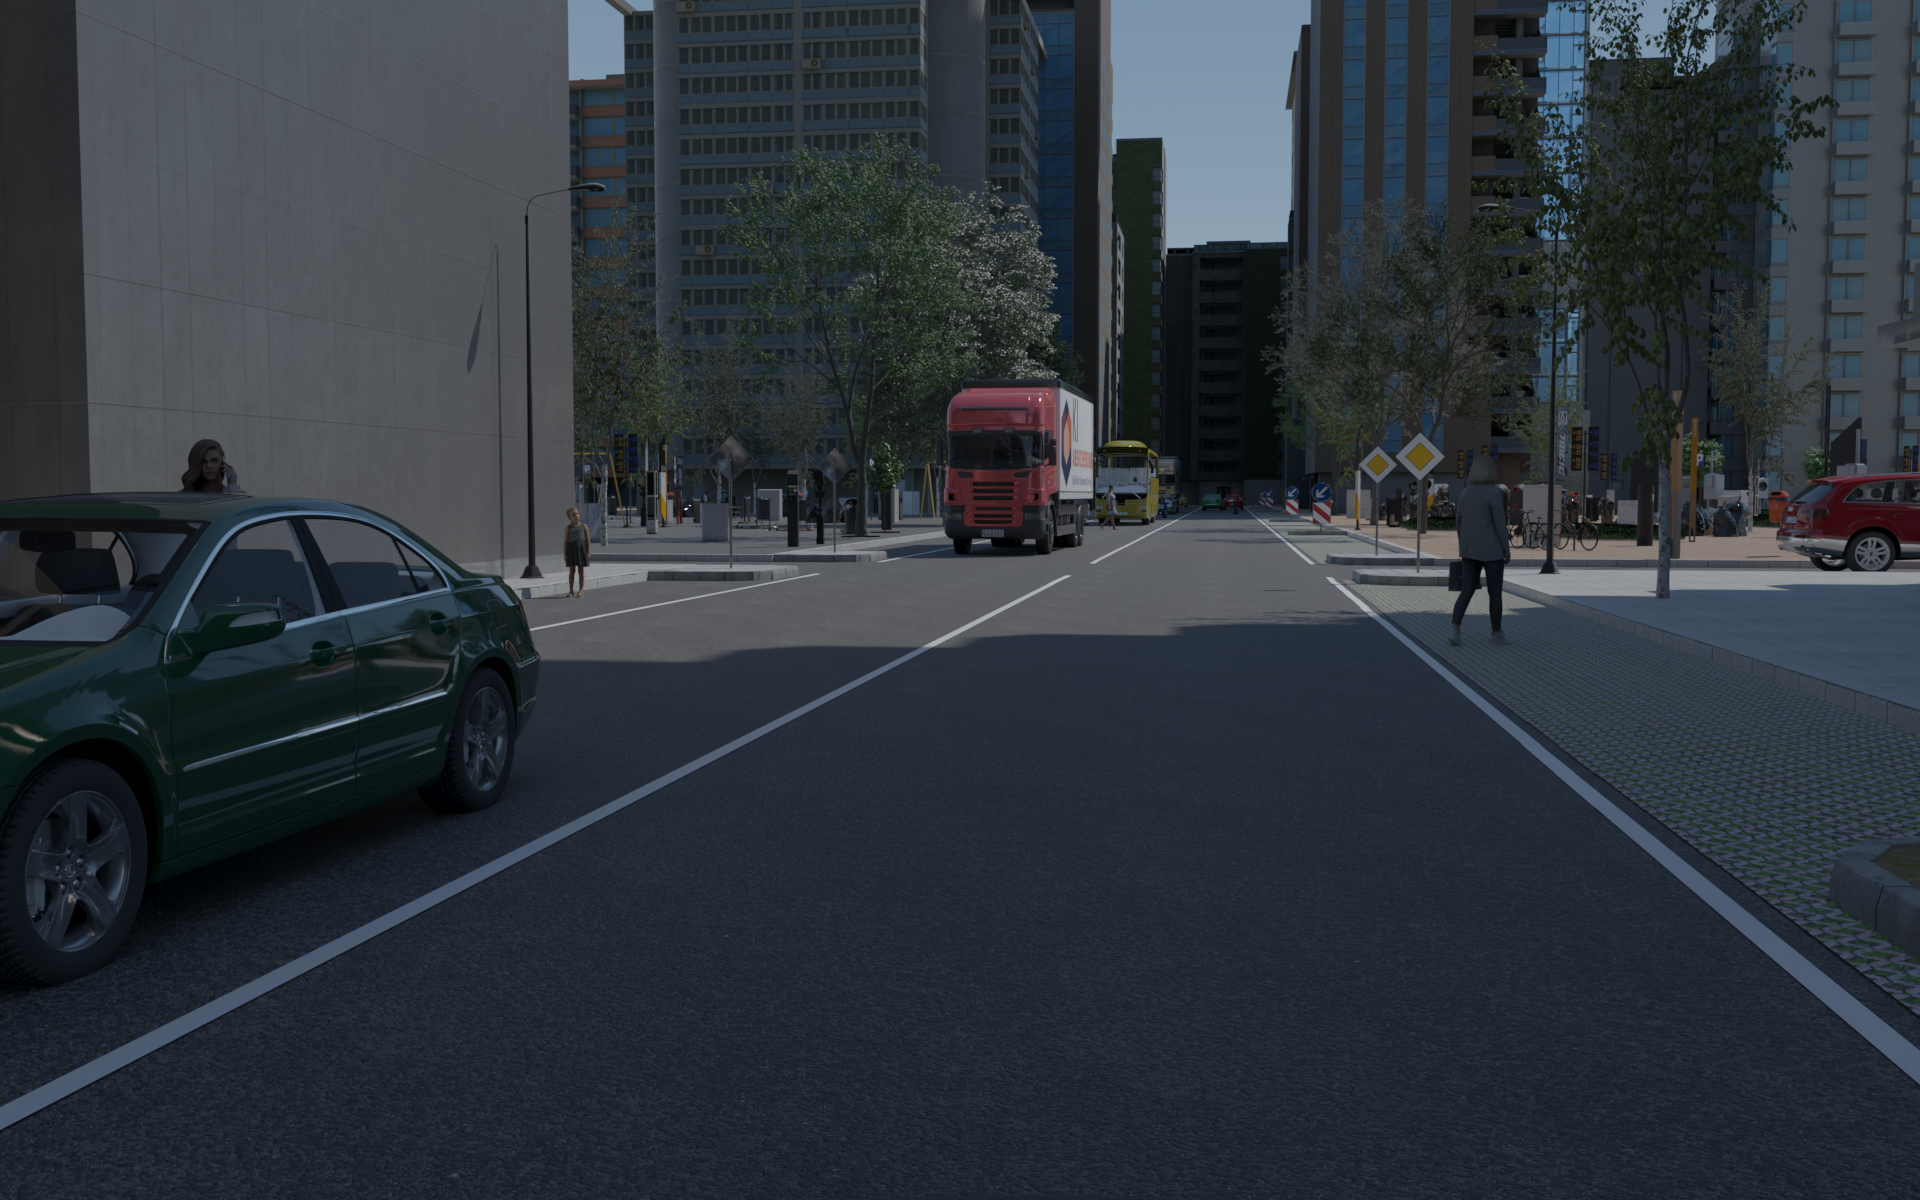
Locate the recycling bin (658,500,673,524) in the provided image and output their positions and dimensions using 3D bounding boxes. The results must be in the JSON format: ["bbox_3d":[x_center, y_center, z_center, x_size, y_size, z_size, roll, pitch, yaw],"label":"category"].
[{"bbox_3d":[-13.061,-3.871,75.843,0.722,1.027,0.722,2,4,24],"label":"recycling bin"}]

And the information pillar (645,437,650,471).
[{"bbox_3d":[-12.871,-4.900,71.463,0.183,3.616,0.504,-1,4,-23],"label":"information pillar"}]

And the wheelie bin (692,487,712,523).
[{"bbox_3d":[-11.365,-4.187,76.367,0.980,1.594,0.693,3,5,44],"label":"wheelie bin"}]

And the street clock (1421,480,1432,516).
[{"bbox_3d":[22.918,-4.928,85.147,0.471,2.002,0.358,0,4,2],"label":"street clock"}]

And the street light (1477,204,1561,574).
[{"bbox_3d":[8.971,-3.381,27.827,1.470,5.913,1.316,1,4,9],"label":"street light"}]

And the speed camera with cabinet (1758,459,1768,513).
[{"bbox_3d":[44.979,-6.384,98.713,2.038,3.252,0.660,-1,4,-10],"label":"speed camera with cabinet"}]

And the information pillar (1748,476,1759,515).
[{"bbox_3d":[32.720,-4.094,71.435,0.304,2.012,0.304,3,5,45],"label":"information pillar"}]

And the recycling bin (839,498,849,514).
[{"bbox_3d":[-7.377,-6.071,111.819,0.722,1.027,0.722,1,4,10],"label":"recycling bin"}]

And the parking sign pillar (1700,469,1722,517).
[{"bbox_3d":[41.340,-6.541,95.415,1.447,3.967,1.447,-2,4,-26],"label":"parking sign pillar"}]

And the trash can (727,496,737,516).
[{"bbox_3d":[-13.607,-5.562,102.599,0.748,1.137,0.748,0,3,0],"label":"trash can"}]

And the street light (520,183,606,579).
[{"bbox_3d":[-5.983,-3.276,26.110,1.470,5.913,1.316,1,4,9],"label":"street light"}]

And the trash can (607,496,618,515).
[{"bbox_3d":[-21.517,-5.835,107.049,0.748,1.137,0.748,0,3,0],"label":"trash can"}]

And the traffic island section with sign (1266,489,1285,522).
[{"bbox_3d":[16.857,-4.897,88.686,1.989,1.847,2.006,1,4,9],"label":"traffic island section with sign"}]

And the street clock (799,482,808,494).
[{"bbox_3d":[-8.899,-5.737,98.362,0.471,2.002,0.358,2,4,27],"label":"street clock"}]

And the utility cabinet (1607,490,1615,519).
[{"bbox_3d":[33.047,-4.849,87.963,0.318,1.500,1.173,1,4,16],"label":"utility cabinet"}]

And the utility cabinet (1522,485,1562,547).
[{"bbox_3d":[14.125,-2.039,42.020,0.318,1.500,1.173,-1,4,-15],"label":"utility cabinet"}]

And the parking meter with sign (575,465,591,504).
[{"bbox_3d":[-22.672,-6.505,102.615,1.738,3.016,0.543,3,4,36],"label":"parking meter with sign"}]

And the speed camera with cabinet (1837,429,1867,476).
[{"bbox_3d":[27.918,-3.607,53.305,2.038,3.252,0.660,-2,4,-24],"label":"speed camera with cabinet"}]

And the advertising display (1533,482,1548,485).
[{"bbox_3d":[30.874,-5.293,91.752,0.974,1.923,0.123,0,4,7],"label":"advertising display"}]

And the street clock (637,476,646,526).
[{"bbox_3d":[-12.576,-3.930,68.827,0.471,2.002,0.358,2,4,28],"label":"street clock"}]

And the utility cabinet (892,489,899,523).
[{"bbox_3d":[-2.968,-4.171,76.876,0.318,1.500,1.173,0,4,7],"label":"utility cabinet"}]

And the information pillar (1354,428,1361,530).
[{"bbox_3d":[14.148,-4.295,61.581,0.183,3.616,0.504,1,4,22],"label":"information pillar"}]

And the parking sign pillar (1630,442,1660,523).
[{"bbox_3d":[30.514,-5.412,76.952,1.447,3.967,1.447,-3,4,-38],"label":"parking sign pillar"}]

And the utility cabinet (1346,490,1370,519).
[{"bbox_3d":[20.589,-4.944,89.518,1.173,1.500,0.318,1,4,9],"label":"utility cabinet"}]

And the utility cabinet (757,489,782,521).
[{"bbox_3d":[-9.015,-4.484,81.999,1.173,1.500,0.318,1,4,20],"label":"utility cabinet"}]

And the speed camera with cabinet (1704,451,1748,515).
[{"bbox_3d":[34.700,-5.142,78.403,0.660,3.252,2.038,-2,4,-25],"label":"speed camera with cabinet"}]

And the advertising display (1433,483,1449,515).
[{"bbox_3d":[28.408,-5.942,102.365,0.974,1.923,0.123,0,4,-7],"label":"advertising display"}]

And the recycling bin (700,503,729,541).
[{"bbox_3d":[-6.721,-2.131,47.402,0.722,1.027,0.722,-1,4,-13],"label":"recycling bin"}]

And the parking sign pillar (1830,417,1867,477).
[{"bbox_3d":[31.412,-4.452,61.269,1.447,3.967,1.447,-1,4,-15],"label":"parking sign pillar"}]

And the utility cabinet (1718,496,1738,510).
[{"bbox_3d":[28.282,-3.221,63.825,0.306,1.237,1.020,0,4,-1],"label":"utility cabinet"}]

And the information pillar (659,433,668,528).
[{"bbox_3d":[-11.393,-4.586,66.336,0.183,3.616,0.504,1,4,12],"label":"information pillar"}]

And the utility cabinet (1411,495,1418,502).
[{"bbox_3d":[26.549,-5.512,101.287,0.306,1.237,1.020,0,4,8],"label":"utility cabinet"}]

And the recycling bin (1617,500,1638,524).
[{"bbox_3d":[26.924,-3.506,69.872,0.722,1.027,0.722,1,4,19],"label":"recycling bin"}]

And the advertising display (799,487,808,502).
[{"bbox_3d":[-10.448,-6.655,114.030,0.974,1.923,0.123,-2,4,-28],"label":"advertising display"}]

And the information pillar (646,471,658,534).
[{"bbox_3d":[-9.823,-3.103,55.227,0.304,2.012,0.304,0,4,5],"label":"information pillar"}]

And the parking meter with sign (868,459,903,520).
[{"bbox_3d":[-3.646,-5.449,85.349,1.738,3.016,0.543,2,4,24],"label":"parking meter with sign"}]

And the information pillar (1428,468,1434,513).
[{"bbox_3d":[25.284,-6.244,93.446,0.504,3.616,0.183,0,4,1],"label":"information pillar"}]

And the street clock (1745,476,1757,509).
[{"bbox_3d":[32.330,-4.052,70.817,0.471,2.002,0.358,-2,4,-33],"label":"street clock"}]

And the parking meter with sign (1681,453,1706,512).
[{"bbox_3d":[30.741,-4.728,73.569,1.738,3.016,0.543,-1,4,-18],"label":"parking meter with sign"}]

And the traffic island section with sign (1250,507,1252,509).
[{"bbox_3d":[28.485,-9.486,163.727,1.989,1.847,2.006,1,4,9],"label":"traffic island section with sign"}]

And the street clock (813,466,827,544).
[{"bbox_3d":[-3.567,-2.425,44.212,0.358,2.002,0.471,0,4,5],"label":"street clock"}]

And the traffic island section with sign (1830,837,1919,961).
[{"bbox_3d":[3.967,0.195,5.446,1.989,1.847,2.006,1,4,9],"label":"traffic island section with sign"}]

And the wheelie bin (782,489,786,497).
[{"bbox_3d":[-11.175,-6.044,106.726,0.980,1.594,0.693,1,4,11],"label":"wheelie bin"}]

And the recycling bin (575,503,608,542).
[{"bbox_3d":[-9.954,-2.079,46.552,0.722,1.027,0.722,3,4,39],"label":"recycling bin"}]

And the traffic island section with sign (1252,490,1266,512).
[{"bbox_3d":[24.299,-7.834,136.721,1.989,1.847,2.006,1,4,9],"label":"traffic island section with sign"}]

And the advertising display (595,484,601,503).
[{"bbox_3d":[-22.314,-6.227,107.024,0.123,1.923,0.974,0,4,8],"label":"advertising display"}]

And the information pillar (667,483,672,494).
[{"bbox_3d":[-18.645,-6.508,110.902,0.304,2.012,0.304,1,4,10],"label":"information pillar"}]

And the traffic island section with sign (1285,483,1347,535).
[{"bbox_3d":[12.523,-3.185,60.711,1.989,1.847,2.006,1,4,9],"label":"traffic island section with sign"}]

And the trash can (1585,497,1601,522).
[{"bbox_3d":[29.345,-4.202,80.363,0.748,1.137,0.748,0,3,0],"label":"trash can"}]

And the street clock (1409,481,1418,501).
[{"bbox_3d":[25.756,-5.742,98.449,0.471,2.002,0.358,-1,4,-17],"label":"street clock"}]

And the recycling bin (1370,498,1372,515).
[{"bbox_3d":[24.741,-5.666,105.186,0.722,1.027,0.722,-1,4,-10],"label":"recycling bin"}]

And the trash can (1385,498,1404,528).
[{"bbox_3d":[16.712,-3.362,66.614,0.748,1.137,0.748,0,3,0],"label":"trash can"}]

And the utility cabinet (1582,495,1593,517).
[{"bbox_3d":[35.803,-5.365,98.878,0.306,1.237,1.020,2,4,35],"label":"utility cabinet"}]

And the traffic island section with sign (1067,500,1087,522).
[{"bbox_3d":[5.510,-4.920,89.072,1.989,1.847,2.006,1,4,9],"label":"traffic island section with sign"}]

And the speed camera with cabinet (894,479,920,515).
[{"bbox_3d":[-3.306,-6.798,105.480,0.660,3.252,2.038,-3,5,-41],"label":"speed camera with cabinet"}]
